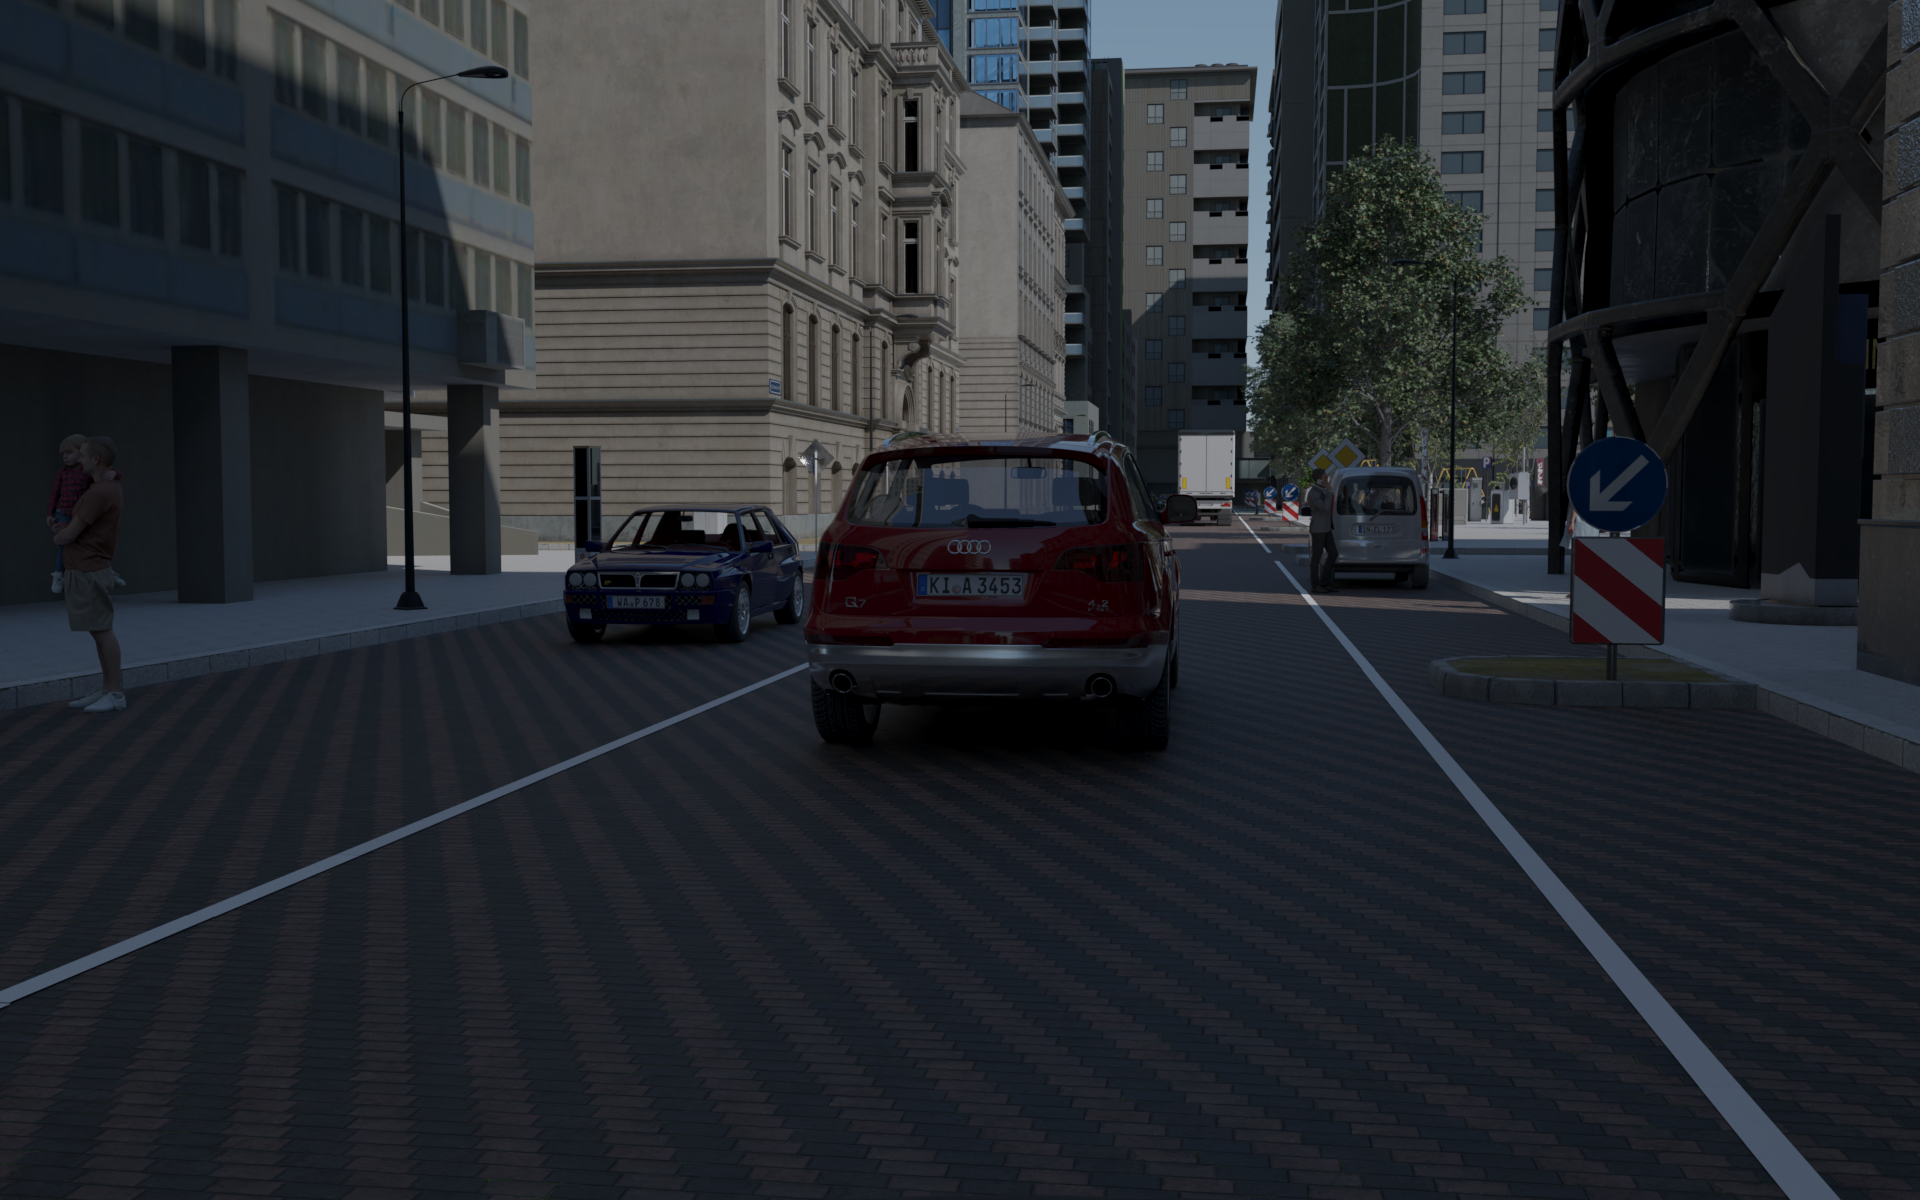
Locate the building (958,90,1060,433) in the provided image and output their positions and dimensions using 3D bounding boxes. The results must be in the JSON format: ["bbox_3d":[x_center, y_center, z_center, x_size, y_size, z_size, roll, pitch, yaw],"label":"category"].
[{"bbox_3d":[-0.607,-14.643,88.559,9.793,20.994,18.267,1,4,9],"label":"building"}]

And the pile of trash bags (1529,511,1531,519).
[{"bbox_3d":[30.800,-4.881,89.557,1.912,1.369,3.447,3,4,39],"label":"pile of trash bags"}]

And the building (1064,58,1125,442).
[{"bbox_3d":[7.553,-29.057,158.676,14.154,41.232,14.086,1,4,9],"label":"building"}]

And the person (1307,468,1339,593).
[{"bbox_3d":[5.269,-1.004,25.100,0.473,1.802,0.592,3,5,41],"label":"person"}]

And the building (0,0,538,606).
[{"bbox_3d":[-19.341,-20.237,22.760,23.993,40.220,32.217,1,4,9],"label":"building"}]

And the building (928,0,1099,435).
[{"bbox_3d":[0.103,-50.255,134.337,22.319,86.520,31.000,1,4,9],"label":"building"}]

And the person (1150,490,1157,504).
[{"bbox_3d":[15.901,-8.224,143.685,0.721,1.735,1.217,-3,5,-42],"label":"person"}]

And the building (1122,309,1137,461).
[{"bbox_3d":[3.680,-20.753,184.350,28.899,21.520,27.650,1,4,9],"label":"building"}]

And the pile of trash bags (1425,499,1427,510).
[{"bbox_3d":[24.136,-5.199,94.751,3.447,1.369,1.912,1,4,9],"label":"pile of trash bags"}]

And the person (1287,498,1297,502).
[{"bbox_3d":[23.115,-6.987,121.017,0.721,1.736,1.217,-2,4,-33],"label":"person"}]

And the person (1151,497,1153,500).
[{"bbox_3d":[12.899,-6.821,120.737,1.217,1.735,0.721,1,4,20],"label":"person"}]

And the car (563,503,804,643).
[{"bbox_3d":[-2.784,-0.332,18.016,1.945,1.354,3.894,0,4,7],"label":"car"}]

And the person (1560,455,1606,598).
[{"bbox_3d":[7.592,-0.904,20.918,0.616,1.811,0.778,-1,4,-11],"label":"person"}]

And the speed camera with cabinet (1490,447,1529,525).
[{"bbox_3d":[23.354,-4.846,73.564,0.660,3.252,2.038,-1,4,-15],"label":"speed camera with cabinet"}]

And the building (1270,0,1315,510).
[{"bbox_3d":[38.332,-32.231,150.679,21.300,48.544,21.600,1,4,9],"label":"building"}]

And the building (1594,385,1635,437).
[{"bbox_3d":[75.132,-19.995,171.964,28.899,21.520,27.650,1,4,9],"label":"building"}]

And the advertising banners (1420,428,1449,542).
[{"bbox_3d":[12.847,-3.096,46.810,0.090,3.025,2.074,3,5,39],"label":"advertising banners"}]

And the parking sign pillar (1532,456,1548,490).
[{"bbox_3d":[36.789,-7.386,109.240,1.447,3.967,1.447,0,4,-6],"label":"parking sign pillar"}]

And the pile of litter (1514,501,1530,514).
[{"bbox_3d":[36.107,-5.947,111.194,1.719,0.858,1.176,-1,4,-8],"label":"pile of litter"}]

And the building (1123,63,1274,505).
[{"bbox_3d":[24.557,-38.233,214.345,27.495,52.752,28.713,1,4,9],"label":"building"}]

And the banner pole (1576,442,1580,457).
[{"bbox_3d":[25.972,-5.074,72.973,0.401,3.779,0.863,-1,4,-19],"label":"banner pole"}]

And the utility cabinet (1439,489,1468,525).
[{"bbox_3d":[20.275,-3.830,71.297,1.173,1.500,0.318,1,4,21],"label":"utility cabinet"}]

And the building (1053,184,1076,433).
[{"bbox_3d":[0.877,-17.080,108.139,11.050,23.489,19.941,1,4,9],"label":"building"}]

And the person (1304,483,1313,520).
[{"bbox_3d":[17.523,-4.924,86.390,0.661,1.843,0.795,-1,4,-10],"label":"person"}]

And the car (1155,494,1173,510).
[{"bbox_3d":[18.854,-8.921,157.663,2.131,1.459,4.920,0,4,7],"label":"car"}]

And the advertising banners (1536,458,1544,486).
[{"bbox_3d":[28.879,-5.406,84.579,2.074,3.025,0.090,-2,4,-26],"label":"advertising banners"}]

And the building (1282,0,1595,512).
[{"bbox_3d":[35.125,-42.258,129.167,20.563,71.187,20.611,1,4,9],"label":"building"}]

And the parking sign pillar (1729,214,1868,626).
[{"bbox_3d":[8.571,-1.770,17.412,1.447,3.967,1.447,0,4,3],"label":"parking sign pillar"}]

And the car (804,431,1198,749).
[{"bbox_3d":[0.408,-0.166,11.391,2.281,1.827,5.304,0,4,8],"label":"car"}]

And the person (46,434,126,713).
[{"bbox_3d":[-5.791,-0.188,11.551,0.580,1.828,0.573,1,4,16],"label":"person"}]

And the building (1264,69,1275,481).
[{"bbox_3d":[42.371,-31.894,176.085,22.147,44.769,28.867,1,4,9],"label":"building"}]

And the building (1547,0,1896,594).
[{"bbox_3d":[17.296,-9.640,25.071,16.820,18.784,16.811,1,4,9],"label":"building"}]

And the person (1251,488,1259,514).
[{"bbox_3d":[20.574,-6.884,120.915,0.599,1.838,0.709,1,4,8],"label":"person"}]

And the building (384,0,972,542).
[{"bbox_3d":[-7.563,-14.886,62.467,14.460,24.649,34.723,1,4,9],"label":"building"}]
